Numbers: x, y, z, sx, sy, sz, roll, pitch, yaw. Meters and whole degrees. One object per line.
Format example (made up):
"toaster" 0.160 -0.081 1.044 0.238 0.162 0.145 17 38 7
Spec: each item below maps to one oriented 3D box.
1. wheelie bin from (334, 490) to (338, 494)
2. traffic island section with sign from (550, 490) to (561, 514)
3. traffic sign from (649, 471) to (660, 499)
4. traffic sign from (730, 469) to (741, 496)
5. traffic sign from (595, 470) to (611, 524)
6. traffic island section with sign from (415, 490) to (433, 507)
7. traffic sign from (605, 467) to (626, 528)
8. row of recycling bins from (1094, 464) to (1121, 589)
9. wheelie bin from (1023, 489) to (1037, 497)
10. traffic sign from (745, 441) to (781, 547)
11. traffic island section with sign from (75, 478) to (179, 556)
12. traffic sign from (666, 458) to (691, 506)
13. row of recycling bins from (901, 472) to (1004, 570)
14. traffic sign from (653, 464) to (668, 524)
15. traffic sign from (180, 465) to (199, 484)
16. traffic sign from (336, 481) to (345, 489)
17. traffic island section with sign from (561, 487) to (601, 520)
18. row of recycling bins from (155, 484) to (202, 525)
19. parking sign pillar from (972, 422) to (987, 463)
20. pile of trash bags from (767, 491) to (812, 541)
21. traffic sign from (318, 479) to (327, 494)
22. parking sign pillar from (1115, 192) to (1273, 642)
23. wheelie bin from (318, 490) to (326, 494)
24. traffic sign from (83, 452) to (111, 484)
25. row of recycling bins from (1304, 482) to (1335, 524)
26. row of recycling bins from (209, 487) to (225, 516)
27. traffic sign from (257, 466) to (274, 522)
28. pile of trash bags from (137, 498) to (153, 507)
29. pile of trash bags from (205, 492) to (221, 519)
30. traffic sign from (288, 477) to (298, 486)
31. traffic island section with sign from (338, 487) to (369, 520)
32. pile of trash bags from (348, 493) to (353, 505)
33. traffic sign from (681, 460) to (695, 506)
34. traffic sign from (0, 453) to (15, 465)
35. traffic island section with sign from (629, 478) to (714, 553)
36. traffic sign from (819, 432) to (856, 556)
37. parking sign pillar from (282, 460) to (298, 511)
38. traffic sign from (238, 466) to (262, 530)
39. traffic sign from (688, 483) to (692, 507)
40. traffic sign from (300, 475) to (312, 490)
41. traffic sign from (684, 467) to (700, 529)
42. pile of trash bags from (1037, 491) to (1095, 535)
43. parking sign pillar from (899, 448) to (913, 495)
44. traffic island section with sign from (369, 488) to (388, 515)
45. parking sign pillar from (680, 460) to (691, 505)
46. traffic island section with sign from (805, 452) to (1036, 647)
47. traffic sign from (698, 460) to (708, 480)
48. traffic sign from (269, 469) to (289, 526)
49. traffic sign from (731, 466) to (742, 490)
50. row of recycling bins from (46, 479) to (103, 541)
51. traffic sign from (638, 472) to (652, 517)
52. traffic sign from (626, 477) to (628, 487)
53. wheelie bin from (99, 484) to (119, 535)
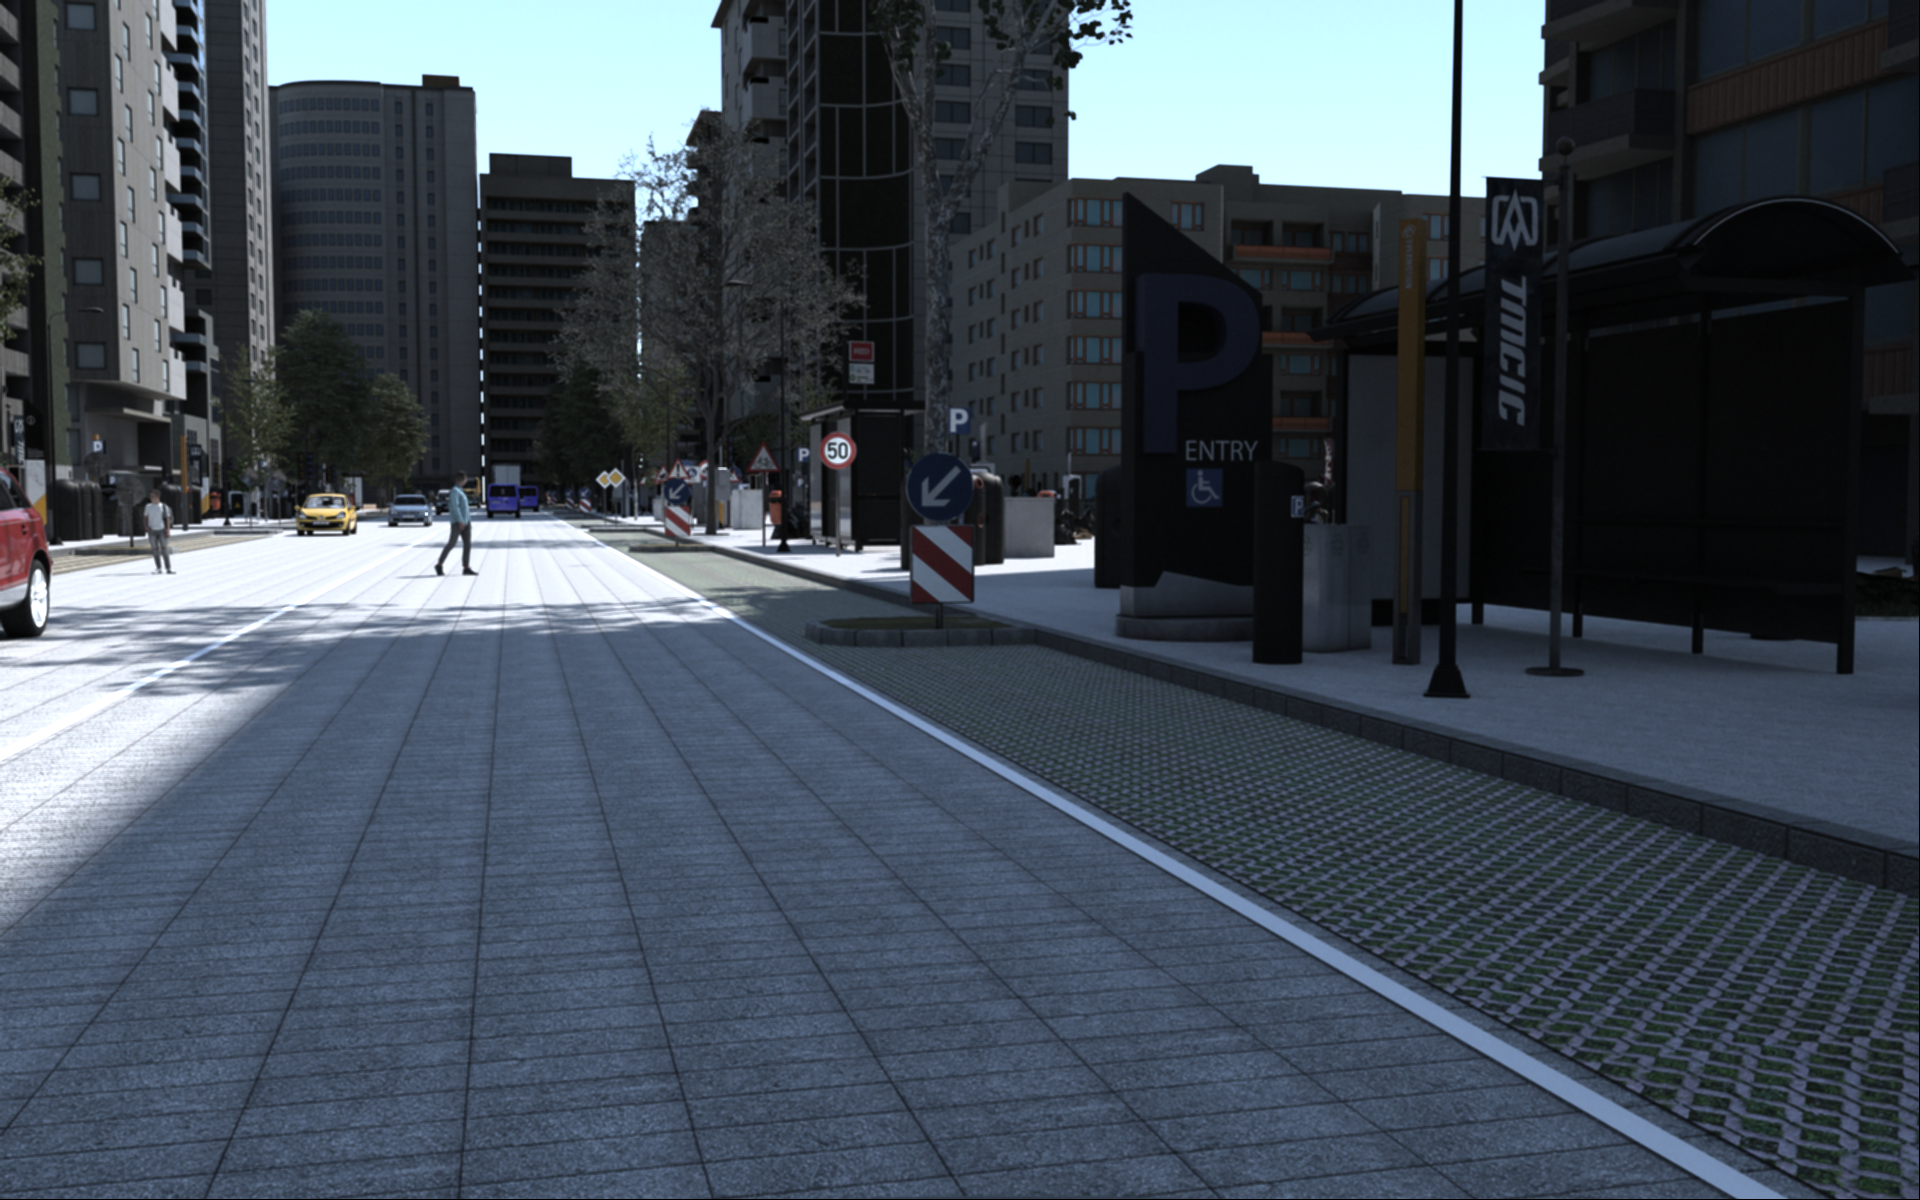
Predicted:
"wheelie bin" -43.772 -6.992 122.233 0.693 1.594 0.980 2 4 34
"traffic island section with sign" -28.161 -7.073 124.278 1.989 1.847 2.006 -1 4 -14
"traffic sign" -16.437 -5.715 93.547 0.768 2.556 0.104 -1 4 -10
"traffic sign" -10.143 -4.687 76.638 0.884 2.594 0.081 -1 4 -10
"traffic sign" -14.981 -4.248 73.096 0.795 2.450 0.064 -1 4 -14
"traffic island section with sign" -52.808 -9.822 169.218 1.989 1.847 2.006 -1 4 -14
"traffic sign" -12.984 -3.775 65.364 0.795 2.450 0.064 -1 4 -14
"row of recycling bins" 3.203 -1.076 24.706 3.534 1.692 1.069 -3 5 -44
"wheelie bin" 4.002 -5.568 98.947 0.693 1.594 0.980 3 5 43
"traffic sign" -4.798 -2.588 42.312 0.884 2.594 0.081 -1 4 -13
"traffic island section with sign" -19.715 -1.986 41.107 1.989 1.847 2.006 -1 4 -14
"traffic sign" -10.028 -3.772 61.676 0.884 2.594 0.081 0 4 -7
"row of recycling bins" -0.140 -1.443 30.701 1.069 1.692 3.534 1 4 21
"traffic sign" -12.780 -4.565 74.647 0.884 2.594 0.081 -1 4 -13
"traffic sign" -33.836 -4.647 76.079 0.768 2.556 0.104 0 4 -7
"traffic sign" -48.450 -8.156 135.477 0.606 2.300 0.079 -1 4 -9
"traffic island section with sign" -21.287 -5.445 97.647 1.989 1.847 2.006 -1 4 -14
"row of recycling bins" -32.839 -4.011 72.698 1.069 1.692 3.534 0 4 -4
"parking sign pillar" 0.739 -4.624 64.079 1.447 3.967 1.447 0 4 7
"pile of trash bags" -4.530 -2.405 49.067 1.912 1.369 3.447 1 4 19
"traffic sign" -49.467 -8.136 134.211 0.795 2.450 0.064 -1 4 -10
"parking sign pillar" 2.131 -1.659 15.599 1.447 3.967 1.447 -1 4 -12
"wheelie bin" -49.986 -7.810 135.598 0.980 1.594 0.693 0 4 3
"traffic sign" -25.946 -3.180 52.105 0.768 2.556 0.104 -1 4 -12
"row of recycling bins" 13.569 -3.255 60.334 3.534 1.692 1.069 -1 4 -17
"row of recycling bins" -44.022 -5.773 101.497 1.069 1.692 3.534 1 4 22
"traffic sign" -31.526 -4.802 78.624 0.768 2.556 0.104 -1 4 -12
"pile of trash bags" -48.797 -5.750 103.766 3.447 1.369 1.912 0 4 -5
"pile of trash bags" -39.300 -4.865 89.294 1.912 1.369 3.447 1 4 12
"traffic sign" -49.561 -7.867 128.729 0.768 2.556 0.104 -1 4 -9
"traffic island section with sign" -33.410 -5.228 94.112 1.989 1.847 2.006 -1 4 -14
"pile of trash bags" -46.477 -7.274 128.684 1.912 1.369 3.447 2 4 32
"traffic sign" -10.164 -3.917 64.150 0.768 2.556 0.104 -1 4 -8
"traffic sign" -29.378 -3.260 53.412 0.768 2.556 0.104 -1 4 -8
"traffic island section with sign" -7.226 -2.112 43.165 1.989 1.847 2.006 -1 4 -14
"traffic sign" -2.509 -2.169 35.568 0.768 2.556 0.104 0 4 -5
"parking sign pillar" -51.667 -8.852 133.201 1.447 3.967 1.447 -3 5 -44
"traffic sign" -25.475 -3.580 62.171 0.795 2.450 0.064 -1 4 -14
"traffic sign" -15.516 -6.128 100.299 0.768 2.556 0.104 -1 4 -13
"traffic sign" -43.601 -7.056 115.476 0.768 2.556 0.104 -1 4 -12
"traffic sign" -9.789 -3.743 63.328 0.606 2.300 0.079 -1 4 -9
"pile of trash bags" 4.088 -2.724 54.287 3.447 1.369 1.912 0 4 0
"parking sign pillar" -2.977 -6.530 95.233 1.447 3.967 1.447 -3 4 -36
"traffic island section with sign" -40.217 -6.841 120.474 1.989 1.847 2.006 -1 4 -14
"parking sign pillar" -21.603 -9.143 137.964 1.447 3.967 1.447 -1 4 -22
"traffic island section with sign" -0.475 -0.516 17.066 1.989 1.847 2.006 -1 4 -14
"traffic sign" -9.330 -3.914 64.096 0.768 2.556 0.104 -1 4 -10
"traffic sign" -27.472 -4.053 69.903 0.795 2.450 0.064 -1 4 -14
"traffic sign" -10.429 -4.873 79.773 0.768 2.556 0.104 0 4 -6
"row of recycling bins" -24.732 -2.531 48.496 1.069 1.692 3.534 -1 4 -15
"traffic sign" -17.891 -6.040 98.753 0.884 2.594 0.081 0 4 -7
"traffic sign" -25.381 -8.027 131.339 0.768 2.556 0.104 -1 4 -11
"wheelie bin" -26.841 -2.851 54.529 0.980 1.594 0.693 -2 4 -34
